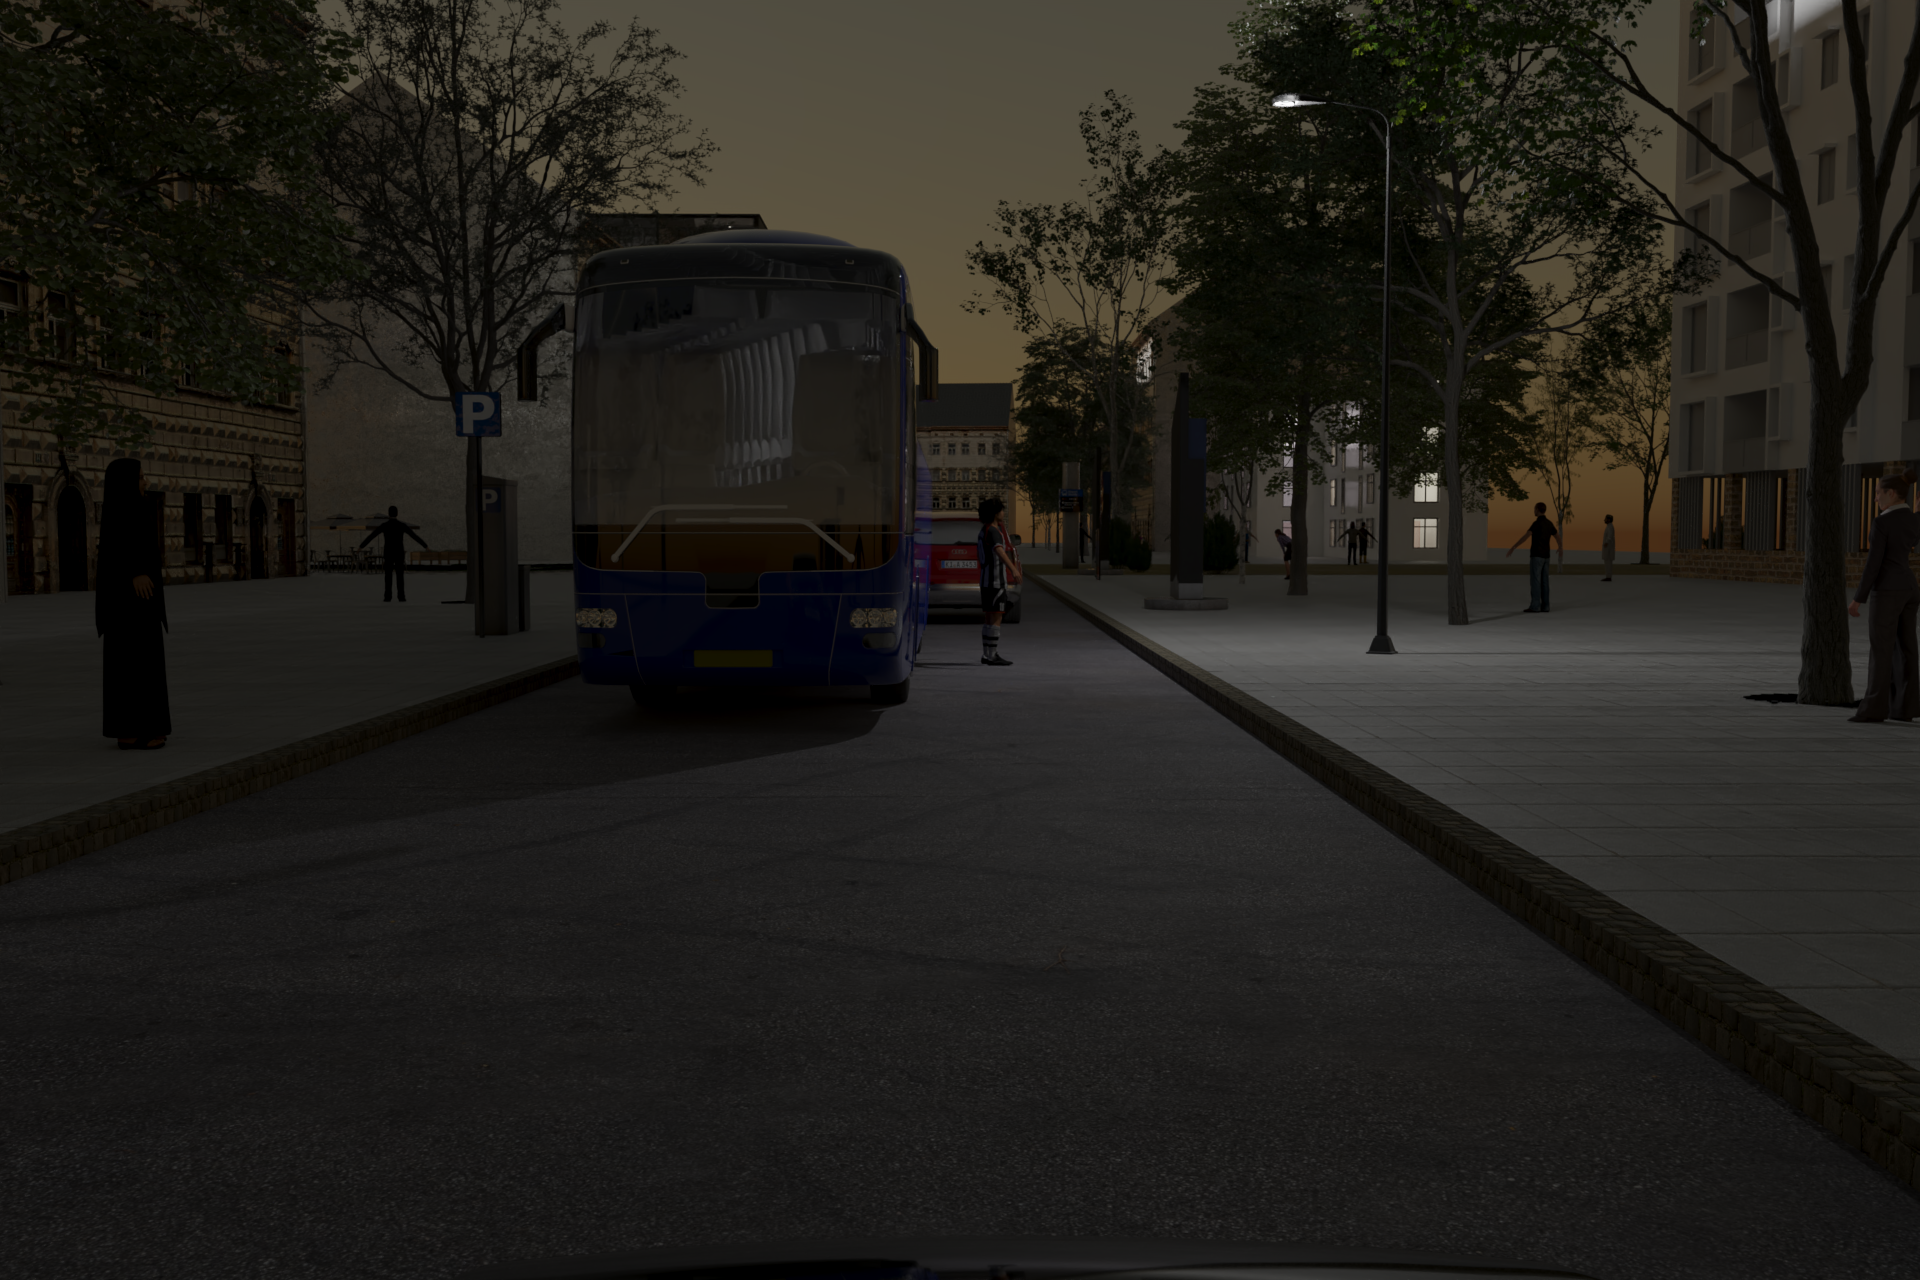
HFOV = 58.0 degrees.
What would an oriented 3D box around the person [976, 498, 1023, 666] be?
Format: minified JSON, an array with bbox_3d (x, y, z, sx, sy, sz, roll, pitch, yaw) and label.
[{"bbox_3d":[0.387,-0.632,18.942,0.704,1.843,1.345,-1,4,-14],"label":"person"}]

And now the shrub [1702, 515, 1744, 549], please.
[{"bbox_3d":[27.791,-3.593,62.786,1.661,2.075,1.752,0,3,0],"label":"shrub"}]

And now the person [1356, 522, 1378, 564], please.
[{"bbox_3d":[17.510,-4.218,75.104,0.704,1.812,1.346,-3,4,-38],"label":"person"}]

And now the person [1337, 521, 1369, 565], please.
[{"bbox_3d":[16.167,-3.987,71.321,1.348,1.813,0.705,0,3,0],"label":"person"}]

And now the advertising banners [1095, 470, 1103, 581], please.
[{"bbox_3d":[3.871,-3.183,48.223,0.090,3.025,2.074,0,4,0],"label":"advertising banners"}]

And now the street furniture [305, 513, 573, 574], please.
[{"bbox_3d":[-22.302,-3.499,62.244,27.439,1.986,14.083,1,4,9],"label":"street furniture"}]

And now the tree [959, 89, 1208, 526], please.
[{"bbox_3d":[6.045,-13.513,76.831,12.611,20.169,13.585,0,3,0],"label":"tree"}]

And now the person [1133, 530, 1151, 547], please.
[{"bbox_3d":[6.943,-3.544,67.217,0.991,1.433,0.599,2,4,30],"label":"person"}]

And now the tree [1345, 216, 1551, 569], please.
[{"bbox_3d":[17.724,-8.843,62.707,7.486,12.596,7.792,0,3,0],"label":"tree"}]

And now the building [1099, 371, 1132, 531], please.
[{"bbox_3d":[24.870,-21.717,185.996,19.493,23.208,18.063,0,3,0],"label":"building"}]

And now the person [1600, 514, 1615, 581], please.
[{"bbox_3d":[17.598,-2.507,47.079,0.704,1.819,1.344,1,4,18],"label":"person"}]

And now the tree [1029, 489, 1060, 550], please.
[{"bbox_3d":[7.043,-11.547,139.149,4.360,8.622,3.978,0,3,0],"label":"tree"}]

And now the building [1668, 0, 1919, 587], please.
[{"bbox_3d":[26.091,-11.786,49.114,16.016,20.090,11.380,0,4,0],"label":"building"}]

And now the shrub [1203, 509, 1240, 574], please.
[{"bbox_3d":[8.206,-3.135,55.291,1.661,2.075,1.752,0,3,0],"label":"shrub"}]

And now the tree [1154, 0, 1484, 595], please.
[{"bbox_3d":[7.442,-7.227,36.284,7.486,12.596,7.792,0,3,0],"label":"tree"}]

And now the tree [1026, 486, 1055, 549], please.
[{"bbox_3d":[7.254,-12.032,147.088,4.360,8.622,3.978,0,3,0],"label":"tree"}]

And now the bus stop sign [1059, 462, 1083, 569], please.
[{"bbox_3d":[4.084,-4.571,63.751,0.837,3.901,0.837,0,3,0],"label":"bus stop sign"}]

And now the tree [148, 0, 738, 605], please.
[{"bbox_3d":[-9.029,-7.423,31.735,12.009,13.543,11.850,0,3,0],"label":"tree"}]

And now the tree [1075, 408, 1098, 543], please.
[{"bbox_3d":[19.482,-24.013,248.505,12.611,20.169,13.585,0,3,0],"label":"tree"}]

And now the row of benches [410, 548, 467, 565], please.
[{"bbox_3d":[-21.432,-3.555,73.588,1.422,0.672,4.104,3,4,37],"label":"row of benches"}]

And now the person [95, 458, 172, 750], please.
[{"bbox_3d":[-4.899,-0.222,10.420,0.721,1.737,1.214,-1,4,-22],"label":"person"}]

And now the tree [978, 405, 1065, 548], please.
[{"bbox_3d":[6.831,-15.236,159.479,12.009,13.543,11.850,0,3,0],"label":"tree"}]

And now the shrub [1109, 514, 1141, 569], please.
[{"bbox_3d":[5.791,-3.626,63.712,1.690,2.028,1.600,0,3,0],"label":"shrub"}]

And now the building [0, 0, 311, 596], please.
[{"bbox_3d":[-28.794,-12.943,42.542,19.493,23.208,18.063,0,4,-1],"label":"building"}]

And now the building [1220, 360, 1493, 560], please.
[{"bbox_3d":[21.191,-9.512,97.663,9.099,9.664,28.070,0,3,0],"label":"building"}]

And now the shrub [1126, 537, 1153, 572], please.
[{"bbox_3d":[5.998,-2.863,57.935,1.383,1.207,1.383,0,3,0],"label":"shrub"}]

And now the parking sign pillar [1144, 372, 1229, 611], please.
[{"bbox_3d":[3.879,-2.515,29.596,1.447,3.967,1.447,0,4,0],"label":"parking sign pillar"}]

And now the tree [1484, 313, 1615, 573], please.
[{"bbox_3d":[19.971,-6.506,56.731,4.360,8.622,3.978,0,3,0],"label":"tree"}]

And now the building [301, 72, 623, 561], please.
[{"bbox_3d":[-27.481,-15.952,91.750,19.493,23.208,18.063,0,4,0],"label":"building"}]

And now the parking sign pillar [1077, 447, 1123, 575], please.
[{"bbox_3d":[4.406,-4.022,54.235,1.447,3.967,1.447,0,4,-1],"label":"parking sign pillar"}]

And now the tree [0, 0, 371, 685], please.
[{"bbox_3d":[-8.718,-5.863,13.980,7.486,12.596,7.792,0,3,0],"label":"tree"}]

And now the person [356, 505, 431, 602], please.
[{"bbox_3d":[-10.735,-1.639,32.845,1.345,1.823,0.704,-1,4,-18],"label":"person"}]

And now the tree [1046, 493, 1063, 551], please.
[{"bbox_3d":[6.920,-10.974,129.793,4.737,8.622,4.395,0,3,0],"label":"tree"}]

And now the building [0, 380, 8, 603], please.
[{"bbox_3d":[-26.136,-9.151,16.084,16.747,18.905,31.486,0,4,0],"label":"building"}]

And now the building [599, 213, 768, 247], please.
[{"bbox_3d":[-23.551,-17.306,126.925,27.936,21.610,32.646,0,4,-1],"label":"building"}]

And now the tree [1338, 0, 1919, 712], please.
[{"bbox_3d":[6.622,-5.330,12.897,9.928,11.665,9.643,0,3,0],"label":"tree"}]

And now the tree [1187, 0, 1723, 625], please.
[{"bbox_3d":[6.707,-5.493,24.219,7.601,10.594,8.767,0,4,3],"label":"tree"}]

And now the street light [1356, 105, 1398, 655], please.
[{"bbox_3d":[5.071,-2.805,18.404,1.470,5.913,1.316,0,4,0],"label":"street light"}]

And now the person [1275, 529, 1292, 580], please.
[{"bbox_3d":[9.166,-2.416,48.770,0.697,1.427,0.421,3,5,40],"label":"person"}]

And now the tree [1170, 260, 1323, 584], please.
[{"bbox_3d":[7.304,-5.765,44.620,4.737,8.622,4.395,0,3,0],"label":"tree"}]

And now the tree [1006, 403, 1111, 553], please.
[{"bbox_3d":[6.861,-11.183,117.256,8.767,10.594,7.601,3,5,41],"label":"tree"}]

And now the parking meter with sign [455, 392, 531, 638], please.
[{"bbox_3d":[-5.911,-1.583,22.135,0.543,3.016,1.738,0,4,-1],"label":"parking meter with sign"}]

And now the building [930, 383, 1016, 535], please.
[{"bbox_3d":[-1.426,-25.519,250.618,18.063,23.208,19.493,0,4,5],"label":"building"}]

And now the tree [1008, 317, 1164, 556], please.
[{"bbox_3d":[7.131,-11.841,100.261,9.857,13.997,8.962,0,3,0],"label":"tree"}]

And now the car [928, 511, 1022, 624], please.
[{"bbox_3d":[-0.066,-1.256,29.208,2.281,1.827,5.304,0,4,-1],"label":"car"}]

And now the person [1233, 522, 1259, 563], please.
[{"bbox_3d":[12.525,-4.295,76.087,1.347,1.847,0.705,-2,4,-27],"label":"person"}]

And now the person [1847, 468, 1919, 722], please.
[{"bbox_3d":[6.417,-0.313,11.955,0.445,1.727,0.742,2,4,33],"label":"person"}]

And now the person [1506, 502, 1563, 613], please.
[{"bbox_3d":[9.455,-1.351,28.310,1.348,1.803,0.705,-2,4,-33],"label":"person"}]

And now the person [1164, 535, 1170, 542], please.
[{"bbox_3d":[10.944,-4.971,87.053,1.354,1.856,0.705,-1,4,-10],"label":"person"}]

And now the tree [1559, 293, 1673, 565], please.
[{"bbox_3d":[29.085,-8.990,72.750,9.928,11.665,9.643,0,3,0],"label":"tree"}]

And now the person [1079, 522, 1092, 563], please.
[{"bbox_3d":[5.356,-4.320,76.825,1.347,1.806,0.705,3,4,39],"label":"person"}]

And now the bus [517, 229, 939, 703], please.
[{"bbox_3d":[-1.622,-1.614,17.943,2.896,3.916,12.251,0,4,0],"label":"bus"}]

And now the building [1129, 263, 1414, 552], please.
[{"bbox_3d":[23.246,-18.484,133.143,19.493,23.208,18.063,0,4,0],"label":"building"}]
